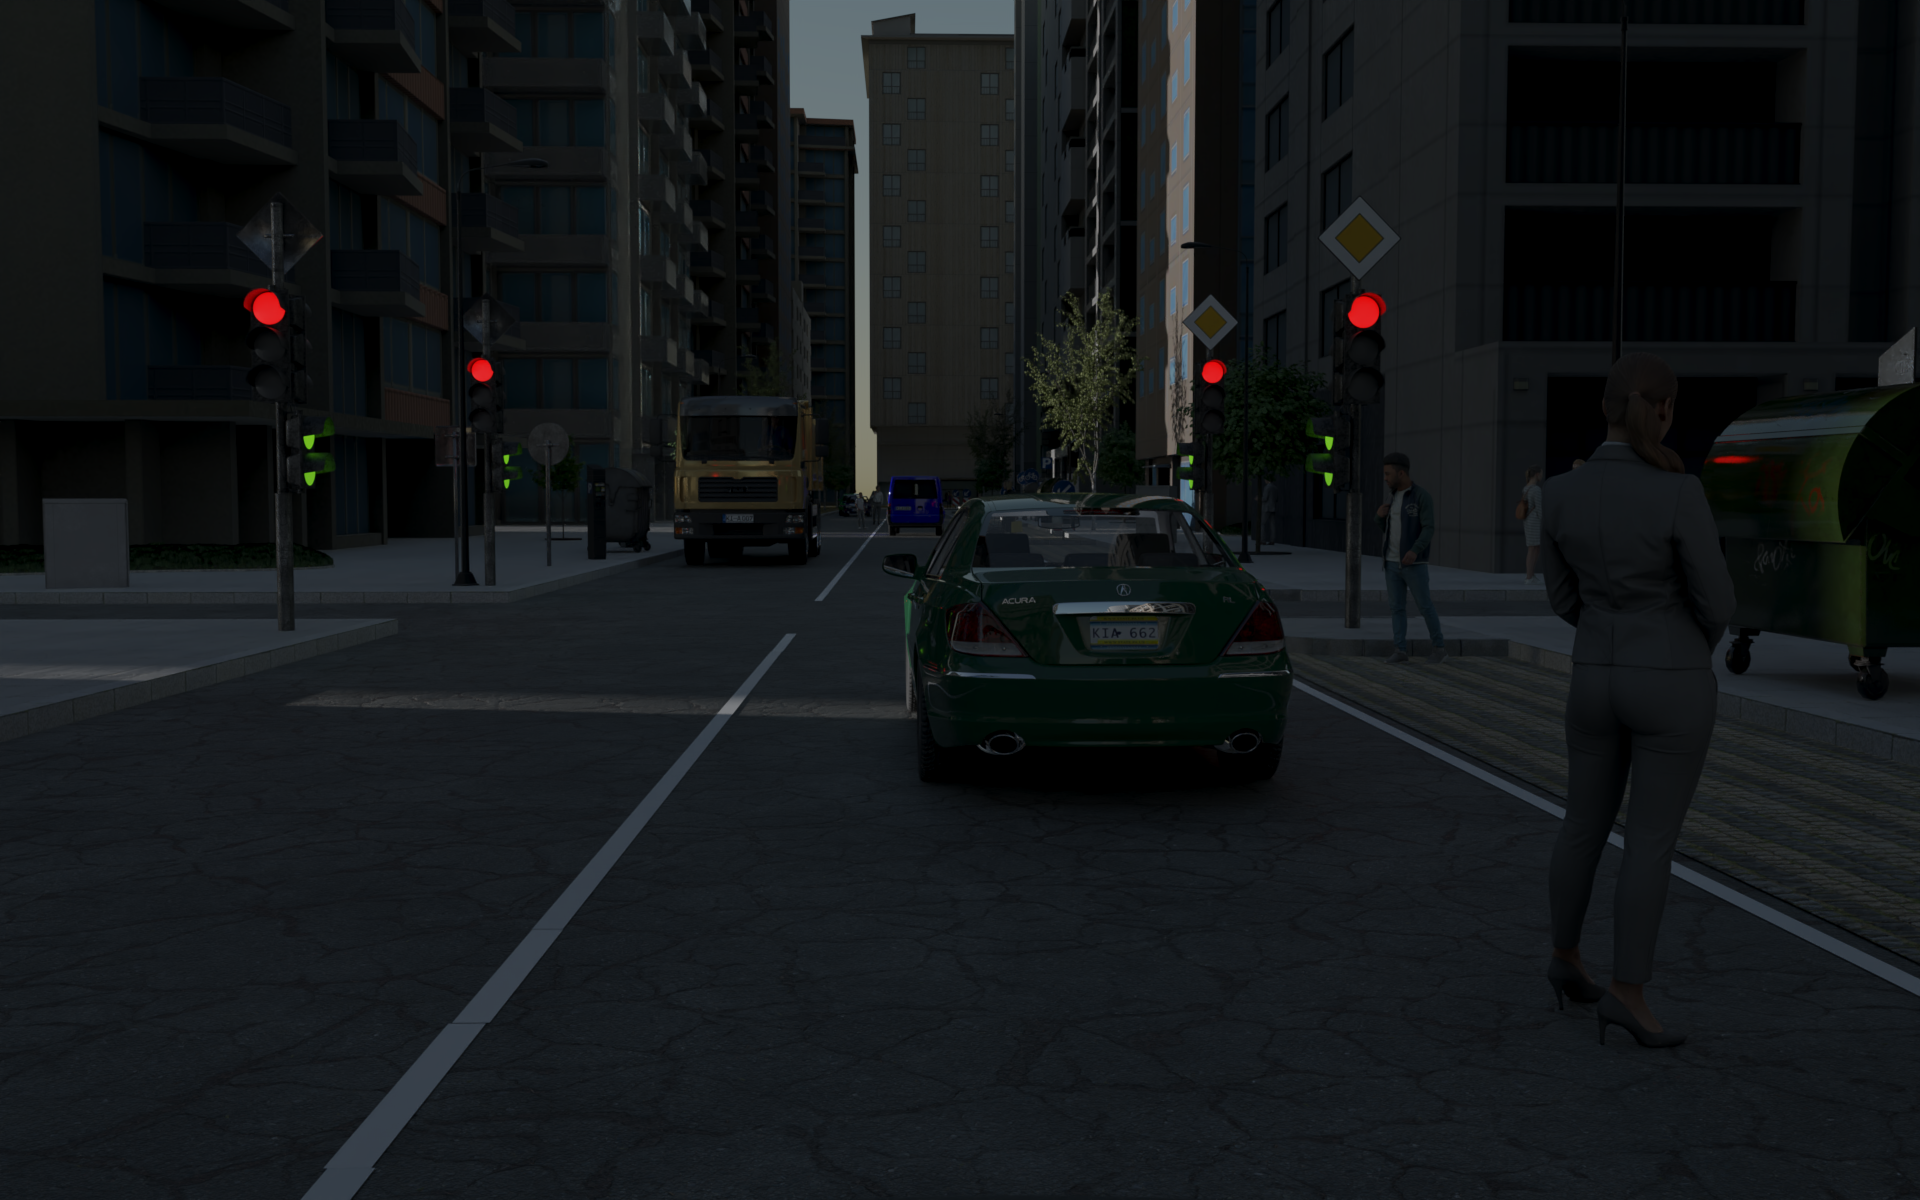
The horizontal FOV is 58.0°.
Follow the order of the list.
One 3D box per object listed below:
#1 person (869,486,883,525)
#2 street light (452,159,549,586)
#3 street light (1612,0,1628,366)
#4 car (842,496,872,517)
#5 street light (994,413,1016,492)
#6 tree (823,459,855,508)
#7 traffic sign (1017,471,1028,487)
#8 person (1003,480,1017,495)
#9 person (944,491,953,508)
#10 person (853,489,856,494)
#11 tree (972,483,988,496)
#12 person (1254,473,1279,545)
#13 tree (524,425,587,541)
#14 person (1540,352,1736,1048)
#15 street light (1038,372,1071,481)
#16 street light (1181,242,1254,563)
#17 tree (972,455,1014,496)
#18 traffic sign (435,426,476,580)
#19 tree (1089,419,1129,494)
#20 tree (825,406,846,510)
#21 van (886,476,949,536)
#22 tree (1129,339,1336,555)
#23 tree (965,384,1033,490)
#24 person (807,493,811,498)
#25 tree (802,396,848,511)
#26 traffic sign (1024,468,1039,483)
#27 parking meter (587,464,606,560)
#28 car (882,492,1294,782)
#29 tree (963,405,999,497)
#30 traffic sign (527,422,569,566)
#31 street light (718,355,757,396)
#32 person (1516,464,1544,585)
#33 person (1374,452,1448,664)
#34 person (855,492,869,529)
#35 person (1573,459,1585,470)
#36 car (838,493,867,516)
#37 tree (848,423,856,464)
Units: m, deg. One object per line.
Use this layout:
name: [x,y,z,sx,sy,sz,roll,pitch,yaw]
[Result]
person: [-3.919,-4.426,80.973,0.679,1.850,0.850,-1,4,-12]
street light: [-6.393,-3.155,24.126,1.470,5.913,1.316,0,4,-2]
street light: [5.293,-2.618,15.349,1.470,5.913,1.316,0,4,-2]
car: [-6.472,-5.944,109.760,1.945,1.354,3.894,0,4,-1]
street light: [2.637,-7.773,99.623,1.470,5.913,1.316,0,4,-2]
tree: [-11.227,-10.713,158.872,4.285,4.588,4.351,0,3,0]
traffic sign: [3.590,-5.932,97.092,0.768,2.556,0.104,0,4,4]
person: [1.174,-2.283,46.049,0.699,1.804,1.509,-1,4,-14]
person: [-1.062,-9.549,165.307,1.217,1.739,0.721,0,4,-3]
person: [-8.769,-8.357,145.151,0.705,1.822,1.348,1,4,15]
tree: [2.107,-10.184,161.115,1.663,3.219,1.824,0,3,0]
person: [7.702,-2.282,43.558,0.583,1.804,0.606,3,5,39]
tree: [-11.067,-3.285,48.316,1.663,3.219,1.824,0,3,0]
person: [1.801,0.257,4.576,0.520,1.790,0.573,3,4,37]
street light: [3.652,-5.711,65.909,1.470,5.913,1.316,0,4,-2]
street light: [4.761,-3.642,32.081,1.470,5.913,1.316,0,4,-2]
tree: [2.578,-9.161,133.501,4.285,4.588,4.351,0,3,0]
traffic sign: [-7.538,-1.454,25.904,0.606,2.300,0.079,0,4,2]
tree: [7.318,-5.674,76.492,4.285,4.588,4.351,0,3,0]
tree: [-10.737,-11.391,136.610,4.737,8.622,4.395,0,3,0]
van: [-1.514,-3.467,61.073,2.240,2.365,5.245,0,3,0]
tree: [6.307,-3.257,36.969,4.285,4.588,4.351,0,3,0]
tree: [2.636,-10.107,115.617,4.360,8.622,3.978,0,3,0]
person: [-9.660,-6.300,109.146,0.705,1.812,1.348,1,4,22]
tree: [-10.679,-10.896,128.513,4.360,8.622,3.978,0,3,0]
traffic sign: [3.541,-5.261,86.120,0.768,2.556,0.104,0,4,3]
parking meter: [-7.125,-1.728,33.956,0.255,1.863,0.399,-2,4,-35]
car: [0.617,0.104,10.091,2.131,1.459,4.920,0,4,-3]
tree: [2.160,-11.772,142.836,4.737,8.622,4.395,0,3,0]
traffic sign: [-7.311,-1.874,30.746,0.768,2.556,0.104,0,4,5]
street light: [-7.483,-5.222,57.918,1.470,5.913,1.316,0,4,-2]
person: [8.136,-1.072,24.573,0.522,1.701,0.512,-1,4,-9]
person: [3.752,-0.349,14.551,0.721,1.781,0.623,-3,5,-41]
person: [-4.038,-3.655,70.855,0.523,1.515,0.503,1,4,20]
person: [8.951,-1.134,24.929,0.624,1.780,0.694,0,4,7]
car: [-7.130,-6.521,115.418,1.959,1.807,4.718,0,4,-1]
tree: [-11.912,-13.241,166.852,4.360,8.622,3.978,0,3,0]
